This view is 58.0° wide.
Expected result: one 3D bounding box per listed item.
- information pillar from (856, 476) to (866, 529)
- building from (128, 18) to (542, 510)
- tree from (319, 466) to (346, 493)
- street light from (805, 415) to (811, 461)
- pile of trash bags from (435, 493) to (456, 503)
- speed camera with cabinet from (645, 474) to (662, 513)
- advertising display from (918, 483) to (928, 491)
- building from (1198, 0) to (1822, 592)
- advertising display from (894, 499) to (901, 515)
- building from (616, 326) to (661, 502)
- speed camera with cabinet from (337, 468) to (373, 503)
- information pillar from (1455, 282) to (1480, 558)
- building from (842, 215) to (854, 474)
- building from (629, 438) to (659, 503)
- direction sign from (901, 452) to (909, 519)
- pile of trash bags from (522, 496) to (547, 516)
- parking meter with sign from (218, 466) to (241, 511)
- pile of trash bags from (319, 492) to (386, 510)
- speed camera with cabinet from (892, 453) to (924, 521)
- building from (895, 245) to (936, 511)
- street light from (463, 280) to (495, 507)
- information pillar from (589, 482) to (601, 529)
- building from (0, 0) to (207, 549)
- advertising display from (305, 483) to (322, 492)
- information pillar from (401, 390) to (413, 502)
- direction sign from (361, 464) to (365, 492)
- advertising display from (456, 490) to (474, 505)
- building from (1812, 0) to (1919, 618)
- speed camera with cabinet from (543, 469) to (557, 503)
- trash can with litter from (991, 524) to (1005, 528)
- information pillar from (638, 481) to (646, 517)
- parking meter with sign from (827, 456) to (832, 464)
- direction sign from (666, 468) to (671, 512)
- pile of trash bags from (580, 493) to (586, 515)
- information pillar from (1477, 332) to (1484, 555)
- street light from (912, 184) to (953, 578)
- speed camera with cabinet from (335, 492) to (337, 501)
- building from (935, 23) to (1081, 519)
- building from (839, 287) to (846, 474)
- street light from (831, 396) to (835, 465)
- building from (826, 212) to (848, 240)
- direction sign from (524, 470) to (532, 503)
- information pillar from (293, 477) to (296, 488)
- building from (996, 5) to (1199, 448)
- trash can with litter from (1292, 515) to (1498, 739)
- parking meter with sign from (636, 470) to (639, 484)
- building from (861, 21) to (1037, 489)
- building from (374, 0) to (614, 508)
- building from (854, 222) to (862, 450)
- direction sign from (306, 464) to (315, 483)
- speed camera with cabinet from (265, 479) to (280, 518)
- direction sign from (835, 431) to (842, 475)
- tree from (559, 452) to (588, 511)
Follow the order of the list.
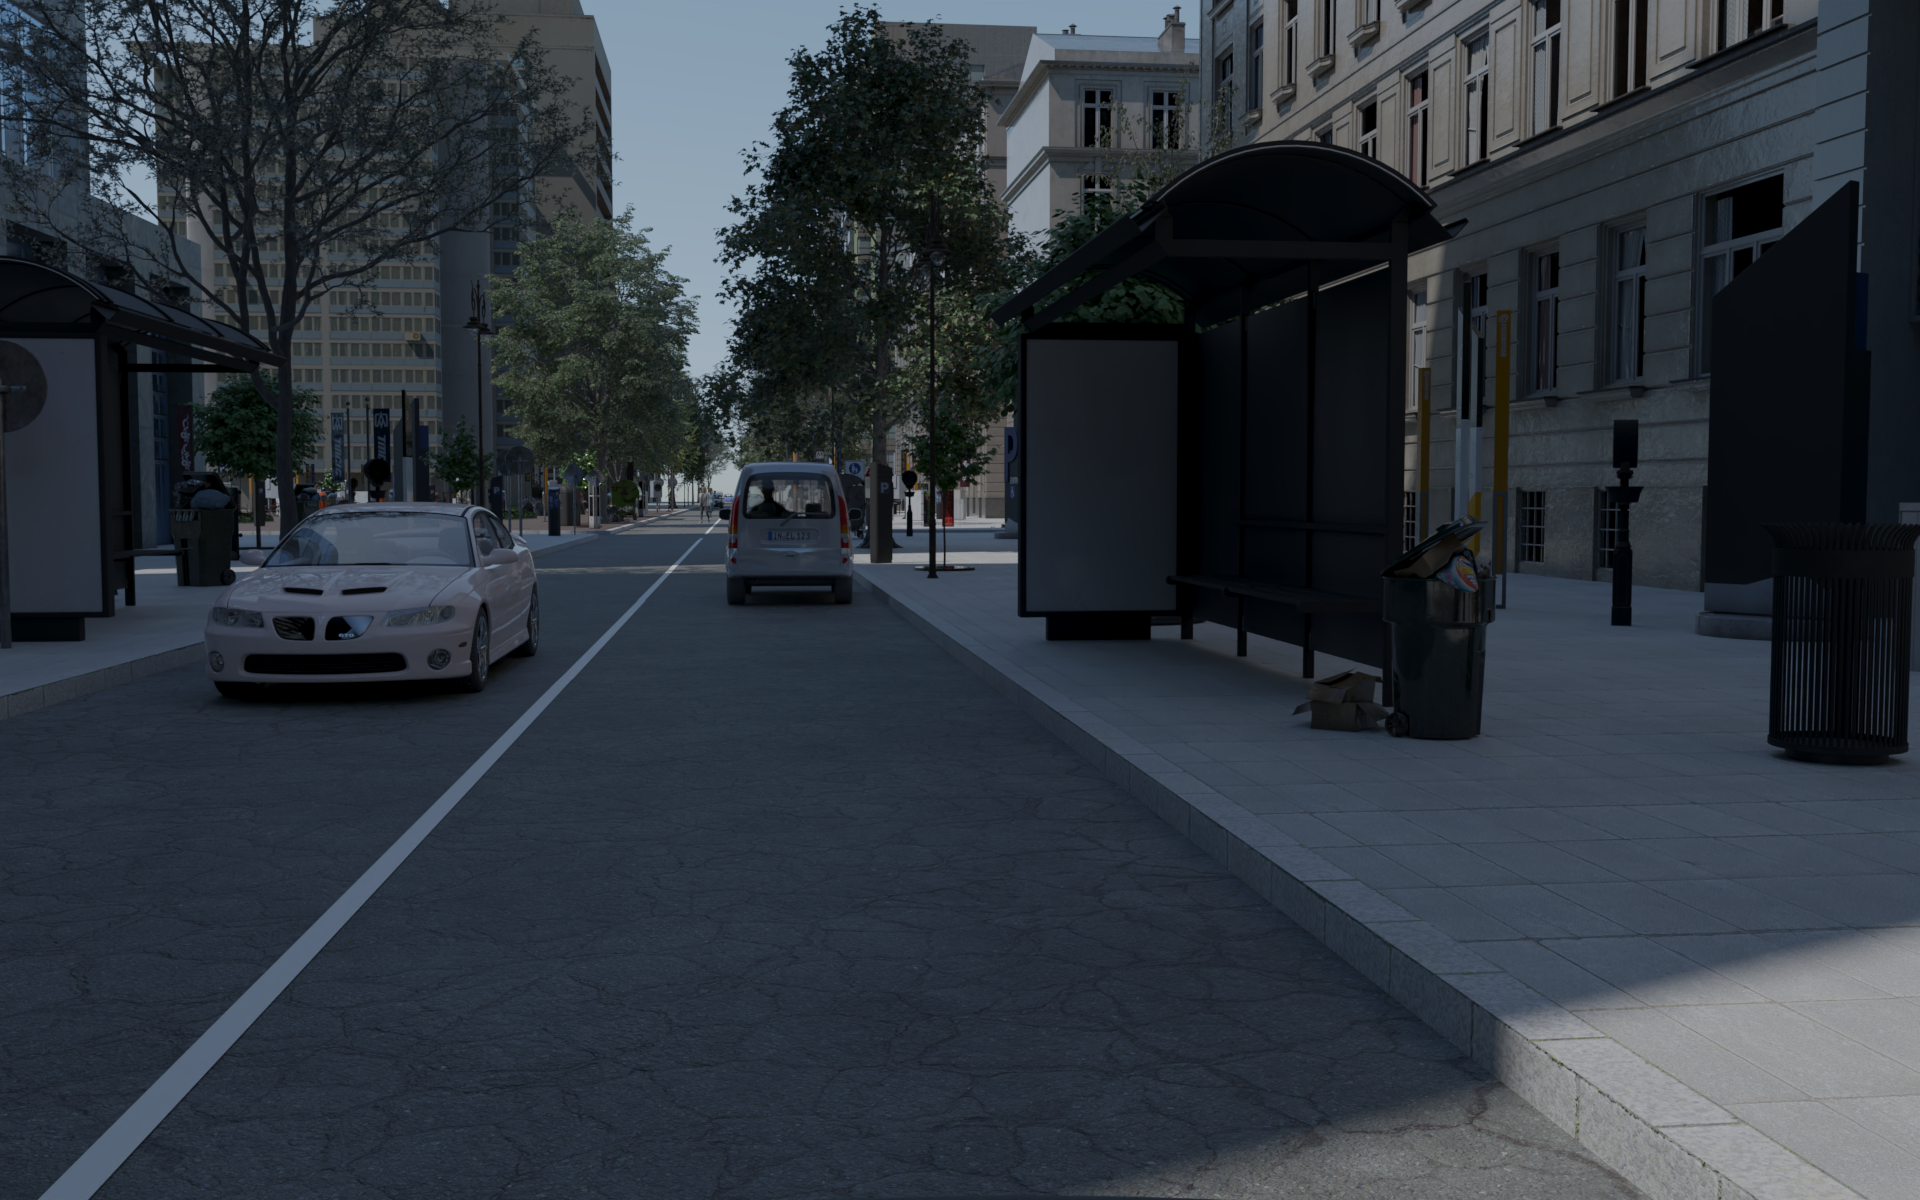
[{"bbox_3d":[-3.643,-3.587,63.139,0.304,2.012,0.304,3,4,36],"label":"information pillar"},{"bbox_3d":[-48.856,-27.753,145.637,32.217,40.220,23.993,0,4,-7],"label":"building"},{"bbox_3d":[-39.269,-6.934,107.968,1.663,3.219,1.824,0,3,0],"label":"tree"},{"bbox_3d":[-7.110,-6.571,80.217,0.468,5.910,1.993,0,4,-7],"label":"street light"},{"bbox_3d":[-31.454,-5.852,105.433,1.912,1.369,3.447,0,4,3],"label":"pile of trash bags"},{"bbox_3d":[-21.444,-7.604,118.654,2.038,3.252,0.660,-2,4,-33],"label":"speed camera with cabinet"},{"bbox_3d":[-2.315,-6.031,103.819,0.974,1.923,0.123,3,4,36],"label":"advertising display"},{"bbox_3d":[15.445,-12.284,34.127,16.112,22.955,30.059,0,4,-7],"label":"building"},{"bbox_3d":[-4.101,-6.268,107.700,0.974,1.923,0.123,-3,4,-38],"label":"advertising display"},{"bbox_3d":[-56.823,-31.430,285.575,14.160,30.474,14.107,0,4,-7],"label":"building"},{"bbox_3d":[-39.747,-7.318,113.993,2.038,3.252,0.660,0,4,7],"label":"speed camera with cabinet"},{"bbox_3d":[5.661,-1.716,19.403,0.183,3.616,0.504,1,4,18],"label":"information pillar"},{"bbox_3d":[-1.601,-35.005,191.947,23.786,49.044,30.456,0,4,-7],"label":"building"},{"bbox_3d":[-60.487,-25.563,262.999,27.650,21.520,28.899,0,4,-7],"label":"building"},{"bbox_3d":[-2.807,-5.914,88.692,0.379,3.537,0.876,2,4,26],"label":"direction sign"},{"bbox_3d":[-24.369,-5.620,101.634,3.447,1.369,1.912,3,4,38],"label":"pile of trash bags"},{"bbox_3d":[-47.296,-7.083,112.067,1.738,3.016,0.543,1,4,13],"label":"parking meter with sign"},{"bbox_3d":[-28.278,-4.297,80.010,3.447,1.369,1.912,1,4,12],"label":"pile of trash bags"},{"bbox_3d":[-2.471,-5.431,83.126,2.038,3.252,0.660,3,4,36],"label":"speed camera with cabinet"},{"bbox_3d":[2.108,-17.453,127.156,13.314,21.916,24.055,0,4,-7],"label":"building"},{"bbox_3d":[-10.395,-3.960,37.541,0.468,5.910,1.993,0,4,-7],"label":"street light"},{"bbox_3d":[-13.497,-3.637,63.960,0.304,2.012,0.304,3,5,43],"label":"information pillar"},{"bbox_3d":[-33.608,-43.848,29.580,31.000,86.520,22.319,0,4,-7],"label":"building"},{"bbox_3d":[-36.610,-5.683,98.124,0.974,1.923,0.123,0,4,1],"label":"advertising display"},{"bbox_3d":[-12.471,-2.920,39.101,0.183,3.616,0.504,0,4,-2],"label":"information pillar"},{"bbox_3d":[-45.542,-8.577,132.228,0.379,3.537,0.876,0,4,-1],"label":"direction sign"},{"bbox_3d":[-17.420,-3.409,60.949,0.974,1.923,0.123,3,5,41],"label":"advertising display"},{"bbox_3d":[16.248,-13.848,3.913,11.434,29.767,29.804,0,4,-7],"label":"building"},{"bbox_3d":[-27.494,-7.447,116.094,0.660,3.252,2.038,-2,4,-25],"label":"speed camera with cabinet"},{"bbox_3d":[2.176,-3.351,65.843,2.233,1.210,1.678,3,5,42],"label":"trash can with litter"},{"bbox_3d":[-17.646,-5.601,96.061,0.304,2.012,0.304,1,4,14],"label":"information pillar"},{"bbox_3d":[-5.895,-5.123,80.025,0.543,3.016,1.738,0,4,-7],"label":"parking meter with sign"},{"bbox_3d":[-21.310,-8.234,126.624,0.379,3.537,0.876,-1,4,-9],"label":"direction sign"},{"bbox_3d":[-23.985,-6.022,108.210,3.447,1.369,1.912,-2,4,-31],"label":"pile of trash bags"},{"bbox_3d":[6.365,-1.856,21.698,0.183,3.616,0.504,-1,4,-15],"label":"information pillar"},{"bbox_3d":[-0.419,-3.269,26.230,0.468,5.910,1.993,0,4,-7],"label":"street light"},{"bbox_3d":[-44.240,-7.894,123.396,0.660,3.252,2.038,-3,5,-39],"label":"speed camera with cabinet"},{"bbox_3d":[5.425,-18.655,102.268,12.463,27.353,25.104,0,4,-7],"label":"building"},{"bbox_3d":[-11.975,-28.515,237.919,14.160,30.474,14.107,0,4,-7],"label":"building"},{"bbox_3d":[-4.020,-5.016,54.795,0.468,5.910,1.993,0,4,-7],"label":"street light"},{"bbox_3d":[-10.645,-43.870,259.272,21.231,58.520,28.212,0,4,-7],"label":"building"},{"bbox_3d":[-26.573,-7.057,107.385,0.876,3.537,0.379,-2,4,-34],"label":"direction sign"},{"bbox_3d":[-29.480,-4.401,76.444,0.304,2.012,0.304,-1,4,-10],"label":"information pillar"},{"bbox_3d":[19.901,-16.021,81.026,34.723,24.649,14.460,0,4,-7],"label":"building"},{"bbox_3d":[2.307,0.130,9.264,1.055,1.170,0.624,2,4,33],"label":"trash can with litter"},{"bbox_3d":[-23.082,-7.779,123.448,0.543,3.016,1.738,1,4,12],"label":"parking meter with sign"},{"bbox_3d":[-1.039,-28.816,154.728,14.154,41.232,14.086,0,4,-7],"label":"building"},{"bbox_3d":[-45.361,-33.336,168.745,21.300,48.544,21.600,0,4,-7],"label":"building"},{"bbox_3d":[-3.383,-29.684,168.921,14.154,41.232,14.086,0,4,-7],"label":"building"},{"bbox_3d":[-48.581,-8.413,129.557,0.379,3.537,0.876,1,4,23],"label":"direction sign"},{"bbox_3d":[-40.942,-6.719,104.190,2.038,3.252,0.660,3,4,36],"label":"speed camera with cabinet"},{"bbox_3d":[-4.387,-4.309,62.456,0.379,3.537,0.876,-1,4,-18],"label":"direction sign"},{"bbox_3d":[-29.267,-9.116,132.762,4.285,4.588,4.351,0,3,0],"label":"tree"}]
